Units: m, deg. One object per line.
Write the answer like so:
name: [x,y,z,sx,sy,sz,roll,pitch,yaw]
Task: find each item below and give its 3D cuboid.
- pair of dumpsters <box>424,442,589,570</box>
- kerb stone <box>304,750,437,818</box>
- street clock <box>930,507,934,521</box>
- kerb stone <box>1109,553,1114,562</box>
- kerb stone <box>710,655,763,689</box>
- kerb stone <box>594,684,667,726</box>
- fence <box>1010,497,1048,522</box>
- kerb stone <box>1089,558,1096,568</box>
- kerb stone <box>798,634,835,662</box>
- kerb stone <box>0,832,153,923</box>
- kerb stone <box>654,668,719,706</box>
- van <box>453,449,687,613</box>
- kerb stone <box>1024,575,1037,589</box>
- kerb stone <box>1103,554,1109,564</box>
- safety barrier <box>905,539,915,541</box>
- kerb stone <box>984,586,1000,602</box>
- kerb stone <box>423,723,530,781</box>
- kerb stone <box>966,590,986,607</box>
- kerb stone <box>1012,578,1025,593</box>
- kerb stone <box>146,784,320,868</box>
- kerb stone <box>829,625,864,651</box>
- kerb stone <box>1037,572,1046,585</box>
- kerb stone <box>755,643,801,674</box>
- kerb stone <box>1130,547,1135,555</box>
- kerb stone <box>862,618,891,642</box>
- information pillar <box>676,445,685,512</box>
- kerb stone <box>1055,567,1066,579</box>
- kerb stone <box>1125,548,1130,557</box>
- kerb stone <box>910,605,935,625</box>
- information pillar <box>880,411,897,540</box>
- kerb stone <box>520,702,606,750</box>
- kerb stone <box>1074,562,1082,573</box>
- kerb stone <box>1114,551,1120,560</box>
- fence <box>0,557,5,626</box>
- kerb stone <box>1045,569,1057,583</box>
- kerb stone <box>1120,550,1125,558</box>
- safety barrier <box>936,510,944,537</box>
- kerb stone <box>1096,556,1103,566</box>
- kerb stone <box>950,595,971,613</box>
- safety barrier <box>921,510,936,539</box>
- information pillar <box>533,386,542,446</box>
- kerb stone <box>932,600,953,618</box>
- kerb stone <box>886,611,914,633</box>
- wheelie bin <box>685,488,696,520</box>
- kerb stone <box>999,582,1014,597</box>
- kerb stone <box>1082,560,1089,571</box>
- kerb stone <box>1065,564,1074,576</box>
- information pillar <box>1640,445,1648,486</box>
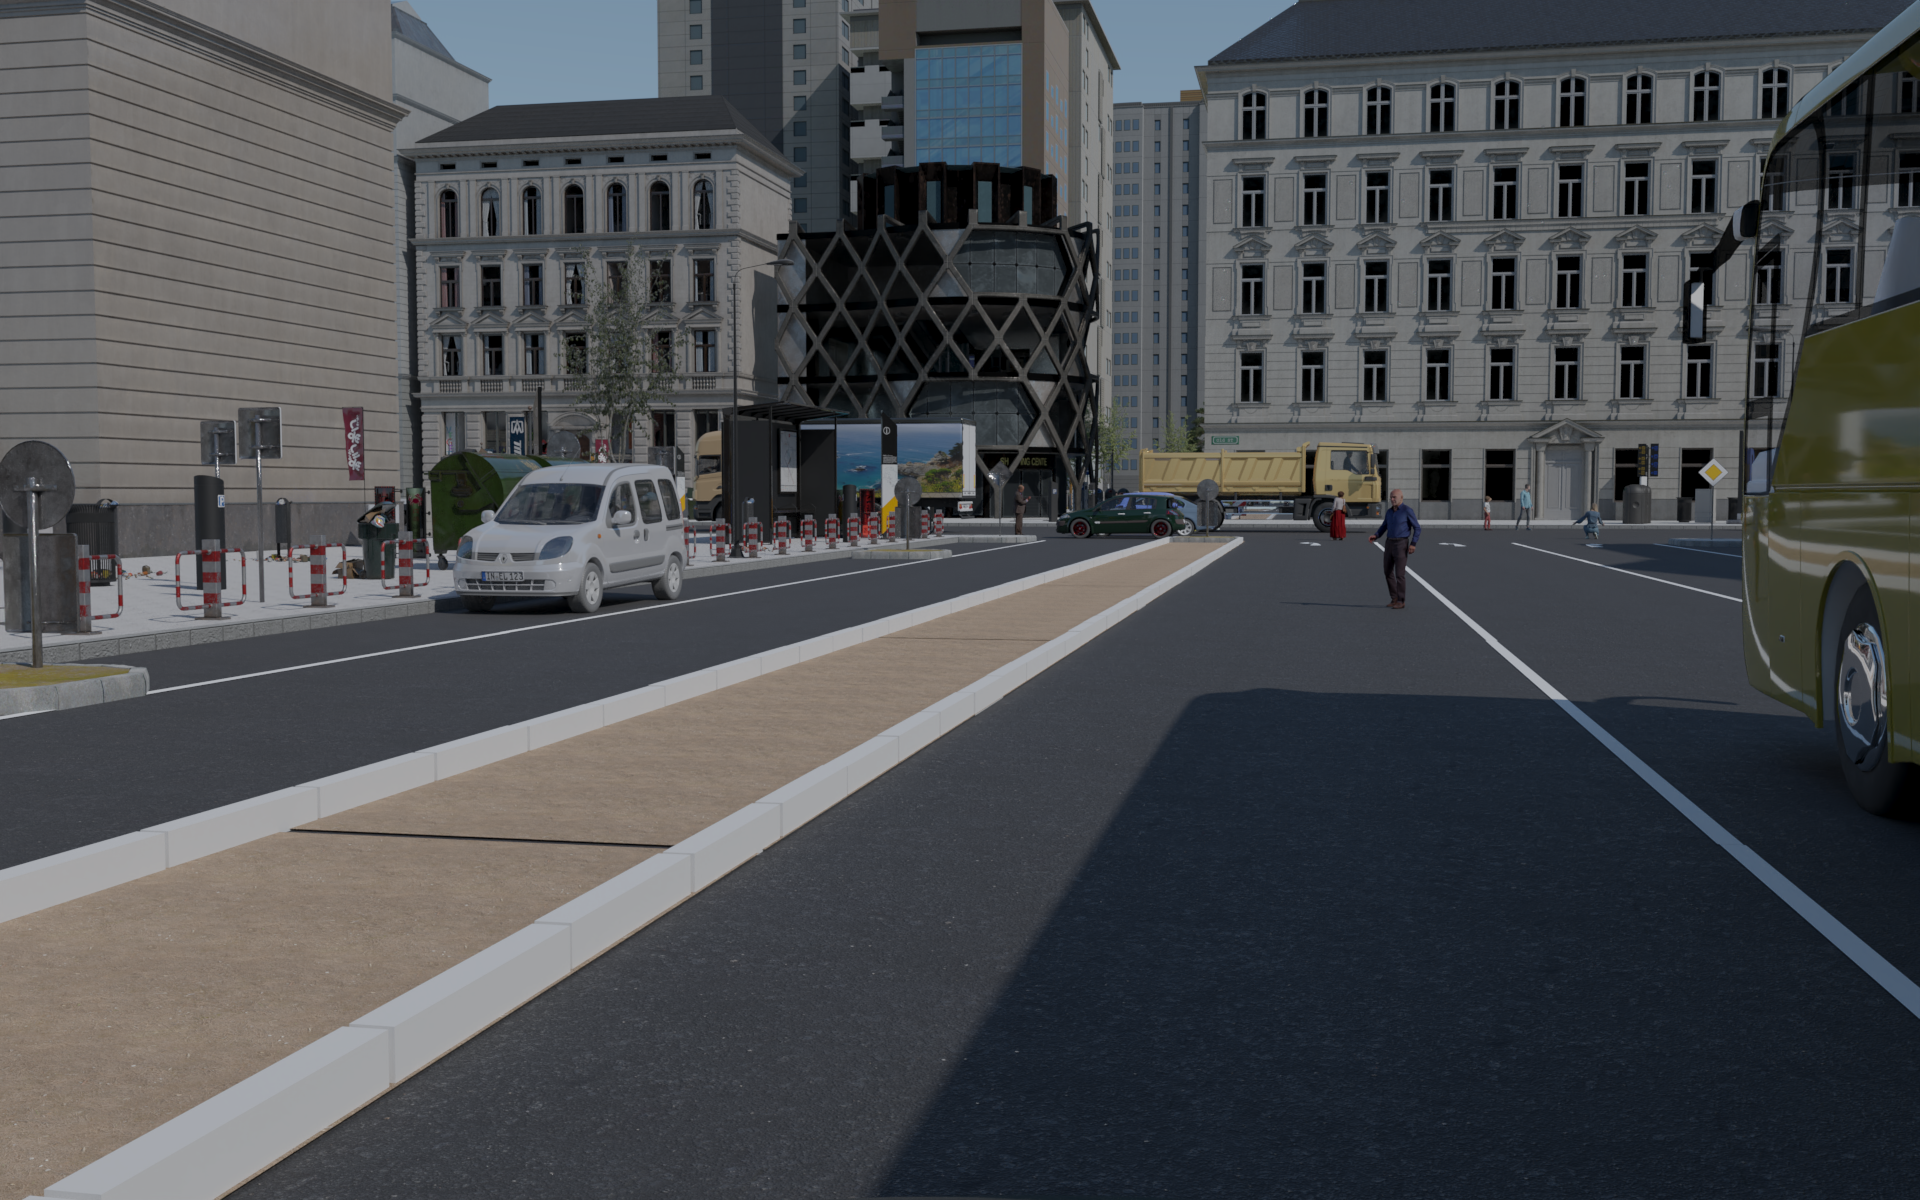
pair of dumpsters: [-7.882,-1.741,30.955,1.574,2.255,4.437,1,4,12]
kerb stone: [-2.762,0.863,8.095,0.120,0.150,1.000,1,4,12]
street clock: [-1.306,-4.609,79.926,0.358,2.002,0.471,0,4,4]
kerb stone: [3.061,-0.859,36.253,0.120,0.150,1.000,1,4,12]
kerb stone: [-1.725,0.555,13.116,0.120,0.150,1.000,1,4,12]
kerb stone: [-2.136,0.684,11.108,0.120,0.150,1.000,1,4,12]
fence: [3.335,-4.299,81.494,2.264,1.192,0.480,-3,5,-40]
kerb stone: [2.437,-0.675,33.224,0.120,0.150,1.000,1,4,12]
kerb stone: [-1.307,0.433,15.130,0.120,0.150,1.000,1,4,12]
kerb stone: [-3.172,0.985,6.085,0.120,0.150,1.000,1,4,12]
kerb stone: [-1.932,0.618,12.112,0.120,0.150,1.000,1,4,12]
van: [-4.940,-0.934,22.277,2.013,2.044,4.112,1,4,12]
kerb stone: [0.985,-0.244,26.179,0.120,0.150,1.000,1,4,12]
kerb stone: [2.856,-0.798,35.238,0.120,0.150,1.000,1,4,12]
safety barrier: [-1.406,-2.047,47.739,0.300,0.817,1.120,1,4,12]
kerb stone: [0.358,-0.059,23.168,0.120,0.150,1.000,1,4,12]
kerb stone: [-2.552,0.801,9.099,0.120,0.150,1.000,1,4,12]
kerb stone: [0.148,0.002,22.165,0.120,0.150,1.000,1,4,12]
kerb stone: [0.770,-0.182,25.176,0.120,0.150,1.000,1,4,12]
kerb stone: [-2.968,0.924,7.091,0.120,0.150,1.000,1,4,12]
kerb stone: [-1.102,0.371,16.134,0.120,0.150,1.000,1,4,12]
kerb stone: [1.180,-0.302,27.185,0.120,0.150,1.000,1,4,12]
kerb stone: [-1.518,0.493,14.127,0.120,0.150,1.000,1,4,12]
kerb stone: [3.896,-1.102,40.284,0.120,0.150,1.000,1,4,12]
kerb stone: [-0.886,0.312,17.137,0.120,0.150,1.000,1,4,12]
information pillar: [-13.468,-5.628,83.375,0.183,3.616,0.504,3,5,40]
kerb stone: [1.607,-0.429,29.208,0.120,0.150,1.000,1,4,12]
kerb stone: [3.695,-1.045,39.279,0.120,0.150,1.000,1,4,12]
kerb stone: [-0.470,0.186,19.149,0.120,0.150,1.000,1,4,12]
information pillar: [-2.003,-3.509,48.735,0.504,3.616,0.183,-2,4,-28]
kerb stone: [-2.342,0.743,10.104,0.120,0.150,1.000,1,4,12]
kerb stone: [2.025,-0.548,31.215,0.120,0.150,1.000,1,4,12]
kerb stone: [3.270,-0.921,37.262,0.120,0.150,1.000,1,4,12]
fence: [-10.028,-0.054,16.255,0.278,0.683,2.069,3,5,43]
kerb stone: [1.401,-0.367,28.192,0.120,0.150,1.000,1,4,12]
kerb stone: [3.479,-0.982,38.272,0.120,0.150,1.000,1,4,12]
safety barrier: [-0.626,-2.277,51.507,0.300,0.817,1.120,1,4,12]
kerb stone: [2.647,-0.736,34.230,0.120,0.150,1.000,1,4,12]
kerb stone: [-0.057,0.068,21.160,0.120,0.150,1.000,1,4,12]
safety barrier: [-1.014,-2.162,49.623,0.300,0.817,1.120,1,4,12]
information pillar: [-9.221,-2.846,37.891,0.183,3.616,0.504,-2,4,-26]
kerb stone: [-0.272,0.130,20.157,0.120,0.150,1.000,1,4,12]
kerb stone: [-0.679,0.248,18.143,0.120,0.150,1.000,1,4,12]
wheelie bin: [-13.259,-4.785,86.144,0.980,1.594,0.693,0,4,-7]
kerb stone: [0.567,-0.118,24.172,0.120,0.150,1.000,1,4,12]
kerb stone: [2.237,-0.613,32.218,0.120,0.150,1.000,1,4,12]
kerb stone: [1.821,-0.490,30.210,0.120,0.150,1.000,1,4,12]
information pillar: [32.569,-5.575,82.504,0.504,3.616,0.183,-3,4,-36]
